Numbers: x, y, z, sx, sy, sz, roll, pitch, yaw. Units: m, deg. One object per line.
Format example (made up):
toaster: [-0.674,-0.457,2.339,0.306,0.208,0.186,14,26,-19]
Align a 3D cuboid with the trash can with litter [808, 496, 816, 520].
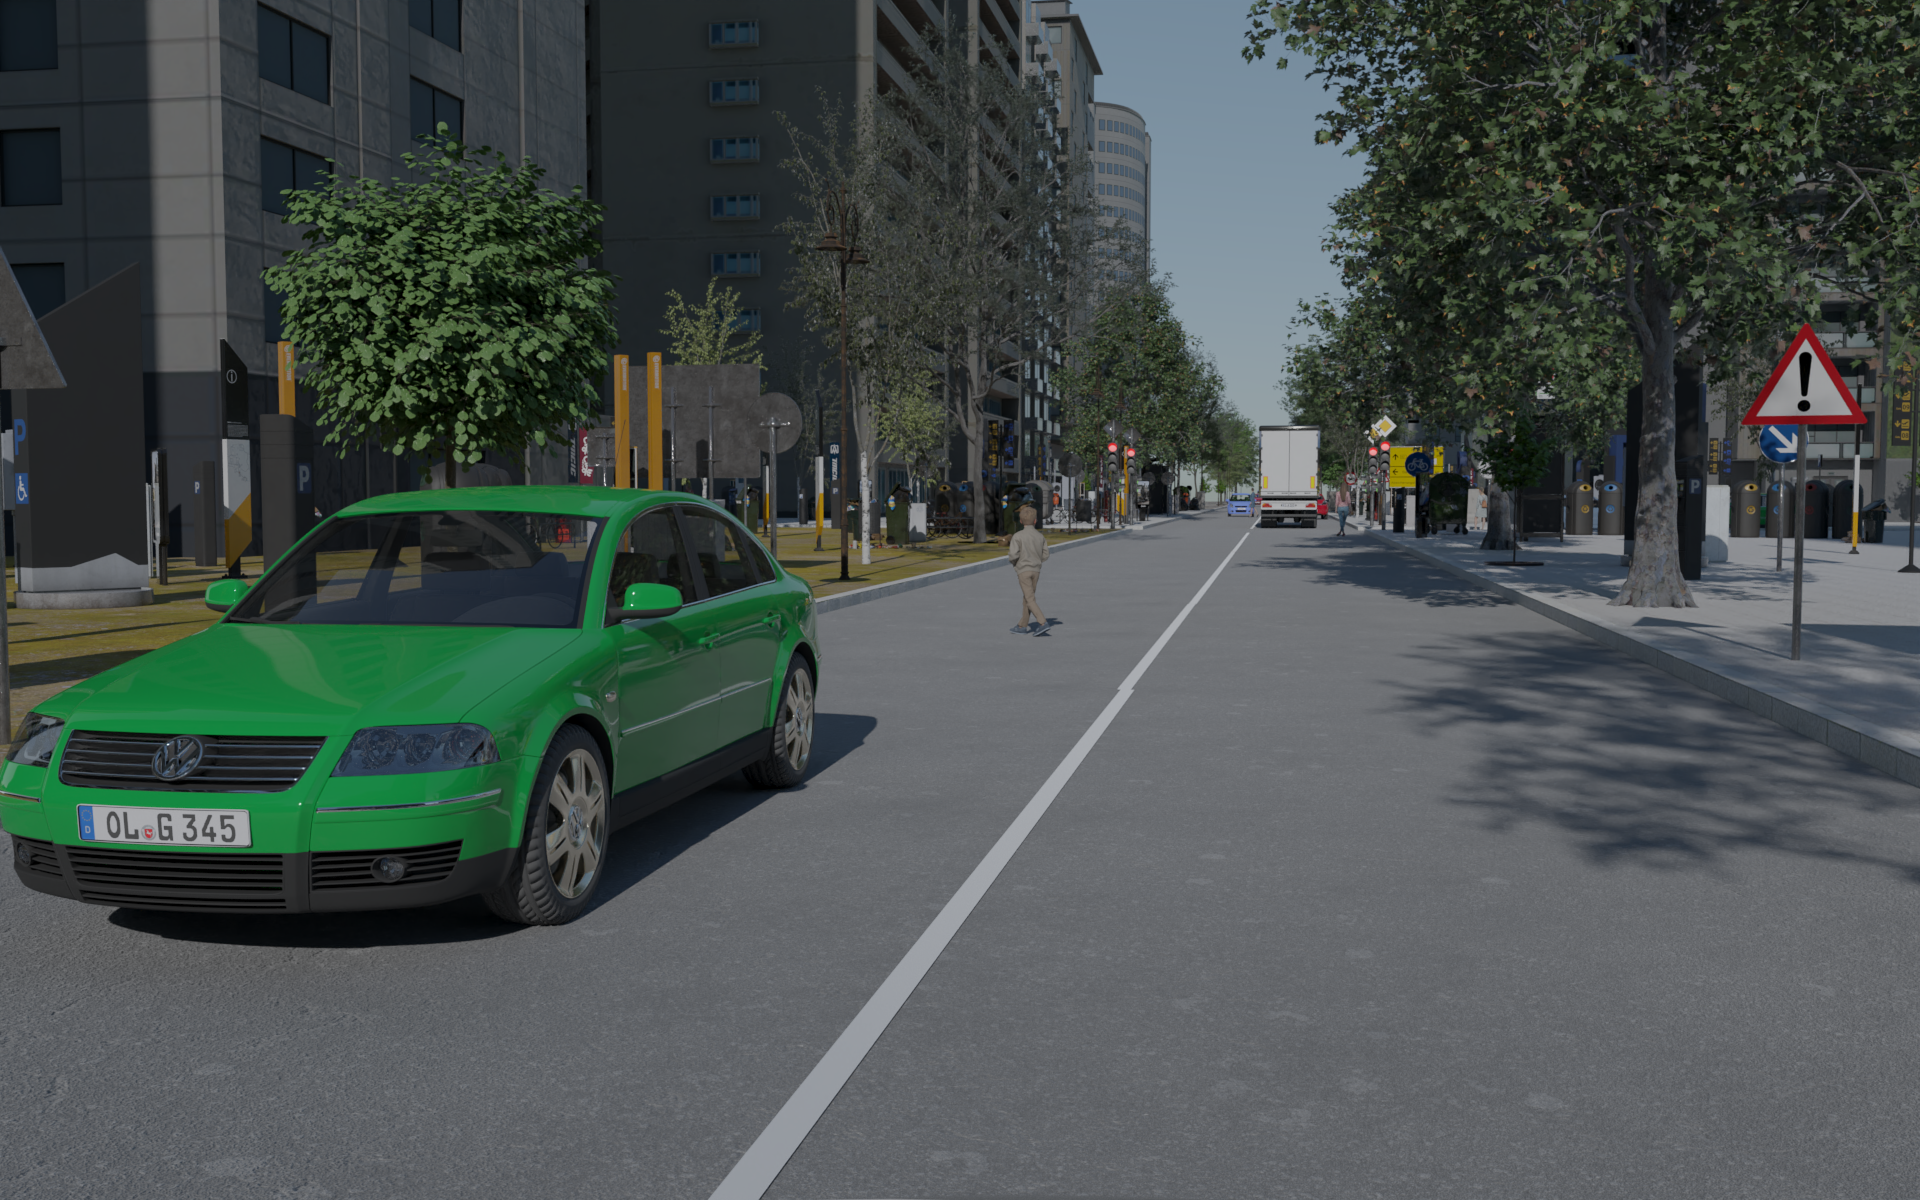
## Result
trash can with litter: [-7.343,-4.463,84.353,0.624,1.170,1.055,3,5,41]

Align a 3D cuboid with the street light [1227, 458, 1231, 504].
street light: [35.583,-15.646,228.592,0.468,5.910,1.993,1,4,10]

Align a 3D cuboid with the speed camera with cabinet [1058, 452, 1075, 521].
speed camera with cabinet: [5.119,-5.360,81.968,0.660,3.252,2.038,0,4,5]

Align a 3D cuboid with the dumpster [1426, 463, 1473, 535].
dumpster: [15.502,-3.227,55.253,1.502,2.255,1.985,1,4,10]

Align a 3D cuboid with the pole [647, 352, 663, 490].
pole: [-4.404,-1.908,25.044,0.158,3.312,0.155,0,3,0]

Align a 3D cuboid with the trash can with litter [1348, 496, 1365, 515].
trash can with litter: [23.866,-5.688,104.384,1.055,1.170,0.624,-1,4,-8]

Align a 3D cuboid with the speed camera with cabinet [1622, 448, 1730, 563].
speed camera with cabinet: [13.385,-2.325,32.347,2.038,3.252,0.660,-1,4,-20]

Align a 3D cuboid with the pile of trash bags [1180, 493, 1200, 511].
pile of trash bags: [17.850,-7.742,136.326,1.912,1.369,3.447,0,4,3]

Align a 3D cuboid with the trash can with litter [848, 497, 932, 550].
trash can with litter: [-1.734,-1.823,40.869,2.233,1.210,1.678,-1,4,-9]

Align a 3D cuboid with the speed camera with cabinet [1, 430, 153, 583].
speed camera with cabinet: [-13.123,-1.913,25.606,0.660,3.252,2.038,3,5,43]

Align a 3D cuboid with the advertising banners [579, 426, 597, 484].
advertising banners: [-10.373,-2.995,45.153,2.074,3.025,0.090,1,4,17]

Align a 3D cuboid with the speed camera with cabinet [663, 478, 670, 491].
speed camera with cabinet: [-24.282,-9.320,146.712,2.038,3.252,0.660,-3,5,-45]

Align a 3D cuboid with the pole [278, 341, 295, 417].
pole: [-9.030,-1.801,23.294,0.158,3.312,0.155,0,3,0]

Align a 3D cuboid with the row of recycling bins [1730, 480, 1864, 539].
row of recycling bins: [24.288,-2.643,50.333,3.534,1.692,1.069,2,4,34]

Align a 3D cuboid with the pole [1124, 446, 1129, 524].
pole: [7.059,-4.871,73.476,0.158,3.312,0.155,0,3,0]

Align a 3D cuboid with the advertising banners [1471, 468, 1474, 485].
advertising banners: [35.143,-7.376,116.786,2.074,3.025,0.090,1,4,19]

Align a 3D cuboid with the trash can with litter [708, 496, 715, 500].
trash can with litter: [-11.857,-4.268,80.841,1.678,1.210,2.233,1,4,20]

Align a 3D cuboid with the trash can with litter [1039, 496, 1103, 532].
trash can with litter: [3.822,-2.925,58.880,2.233,1.210,1.678,0,4,4]

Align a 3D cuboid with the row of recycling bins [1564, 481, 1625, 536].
row of recycling bins: [20.616,-2.847,53.667,3.534,1.692,1.069,2,4,26]

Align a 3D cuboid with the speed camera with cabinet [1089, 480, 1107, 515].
speed camera with cabinet: [8.543,-6.918,107.444,0.660,3.252,2.038,1,4,21]

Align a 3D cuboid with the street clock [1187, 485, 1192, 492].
street clock: [19.039,-8.527,143.979,0.471,2.002,0.358,3,4,37]

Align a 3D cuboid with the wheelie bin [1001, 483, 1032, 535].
wheelie bin: [1.659,-2.546,49.537,0.980,1.594,0.693,-3,4,-37]

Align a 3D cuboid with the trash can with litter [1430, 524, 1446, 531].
trash can with litter: [16.985,-3.022,60.803,1.055,1.170,0.624,-2,4,-32]

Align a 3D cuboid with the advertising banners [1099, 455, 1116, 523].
advertising banners: [6.610,-5.020,78.265,0.090,3.025,2.074,1,4,23]

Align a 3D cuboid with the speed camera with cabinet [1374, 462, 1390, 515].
speed camera with cabinet: [26.268,-6.869,106.643,0.660,3.252,2.038,-2,4,-27]

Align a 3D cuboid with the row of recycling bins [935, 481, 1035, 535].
row of recycling bins: [0.619,-2.960,55.501,3.534,1.692,1.069,3,5,41]

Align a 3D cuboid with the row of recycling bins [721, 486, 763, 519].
row of recycling bins: [-10.948,-4.902,87.257,1.069,1.692,3.534,2,4,25]

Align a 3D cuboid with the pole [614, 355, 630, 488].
pole: [-4.969,-1.937,25.510,0.158,3.312,0.155,0,3,0]

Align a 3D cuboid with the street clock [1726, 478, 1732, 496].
street clock: [35.023,-4.551,78.984,0.358,2.002,0.471,2,4,24]

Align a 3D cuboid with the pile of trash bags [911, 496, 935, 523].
pile of trash bags: [-1.711,-4.074,76.368,1.912,1.369,3.447,-3,5,-41]

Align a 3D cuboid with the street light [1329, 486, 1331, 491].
street light: [30.998,-10.556,145.386,0.468,5.910,1.993,1,4,10]

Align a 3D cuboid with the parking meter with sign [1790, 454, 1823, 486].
parking meter with sign: [36.996,-4.900,76.382,1.738,3.016,0.543,1,4,16]

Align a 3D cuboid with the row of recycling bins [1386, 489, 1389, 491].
row of recycling bins: [29.196,-6.886,119.694,1.069,1.692,3.534,1,4,15]

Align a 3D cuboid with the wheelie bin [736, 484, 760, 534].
wheelie bin: [-6.827,-2.929,55.804,0.693,1.594,0.980,-1,4,-23]

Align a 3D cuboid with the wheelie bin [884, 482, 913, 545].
wheelie bin: [-1.555,-2.209,44.023,0.693,1.594,0.980,0,4,4]

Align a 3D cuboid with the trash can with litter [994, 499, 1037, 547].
trash can with litter: [1.342,-1.883,42.180,1.055,1.170,0.624,2,4,26]

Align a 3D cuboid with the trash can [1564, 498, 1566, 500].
trash can: [38.094,-6.051,110.592,0.748,1.137,0.748,0,3,0]

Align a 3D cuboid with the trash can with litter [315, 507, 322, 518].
trash can with litter: [-13.839,-1.504,35.977,0.624,1.170,1.055,1,4,23]

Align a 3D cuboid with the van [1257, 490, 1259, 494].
van: [48.458,-16.690,277.270,2.240,2.365,5.245,1,4,10]

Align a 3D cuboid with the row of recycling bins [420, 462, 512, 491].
row of recycling bins: [-6.496,-0.976,23.068,1.069,1.692,3.534,-1,4,-9]

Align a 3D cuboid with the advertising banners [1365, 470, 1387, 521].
advertising banners: [19.870,-5.285,82.604,0.090,3.025,2.074,-1,4,-15]

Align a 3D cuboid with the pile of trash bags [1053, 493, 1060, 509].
pile of trash bags: [6.133,-7.754,136.523,3.447,1.369,1.912,0,4,-1]

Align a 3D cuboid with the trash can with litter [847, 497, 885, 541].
trash can with litter: [-2.597,-2.227,47.798,0.624,1.170,1.055,3,5,40]

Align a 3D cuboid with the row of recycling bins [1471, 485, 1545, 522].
row of recycling bins: [24.988,-4.467,80.147,3.534,1.692,1.069,0,4,0]

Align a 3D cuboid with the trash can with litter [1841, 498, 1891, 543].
trash can with litter: [23.629,-2.066,45.173,1.055,1.170,0.624,0,4,0]

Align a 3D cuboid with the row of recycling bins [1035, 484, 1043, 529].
row of recycling bins: [1.275,-3.452,63.549,3.534,1.692,1.069,0,4,-8]

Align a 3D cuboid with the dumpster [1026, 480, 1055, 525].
dumpster: [3.237,-4.057,72.098,1.264,1.857,1.865,1,4,10]

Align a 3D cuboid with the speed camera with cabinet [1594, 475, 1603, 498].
speed camera with cabinet: [30.682,-5.504,84.322,0.660,3.252,2.038,-3,4,-37]

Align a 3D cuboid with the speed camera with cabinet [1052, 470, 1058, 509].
speed camera with cabinet: [7.093,-8.885,139.603,2.038,3.252,0.660,-1,4,-21]

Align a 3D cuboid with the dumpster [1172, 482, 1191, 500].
dumpster: [18.048,-8.496,141.407,1.502,2.255,1.985,1,4,10]
